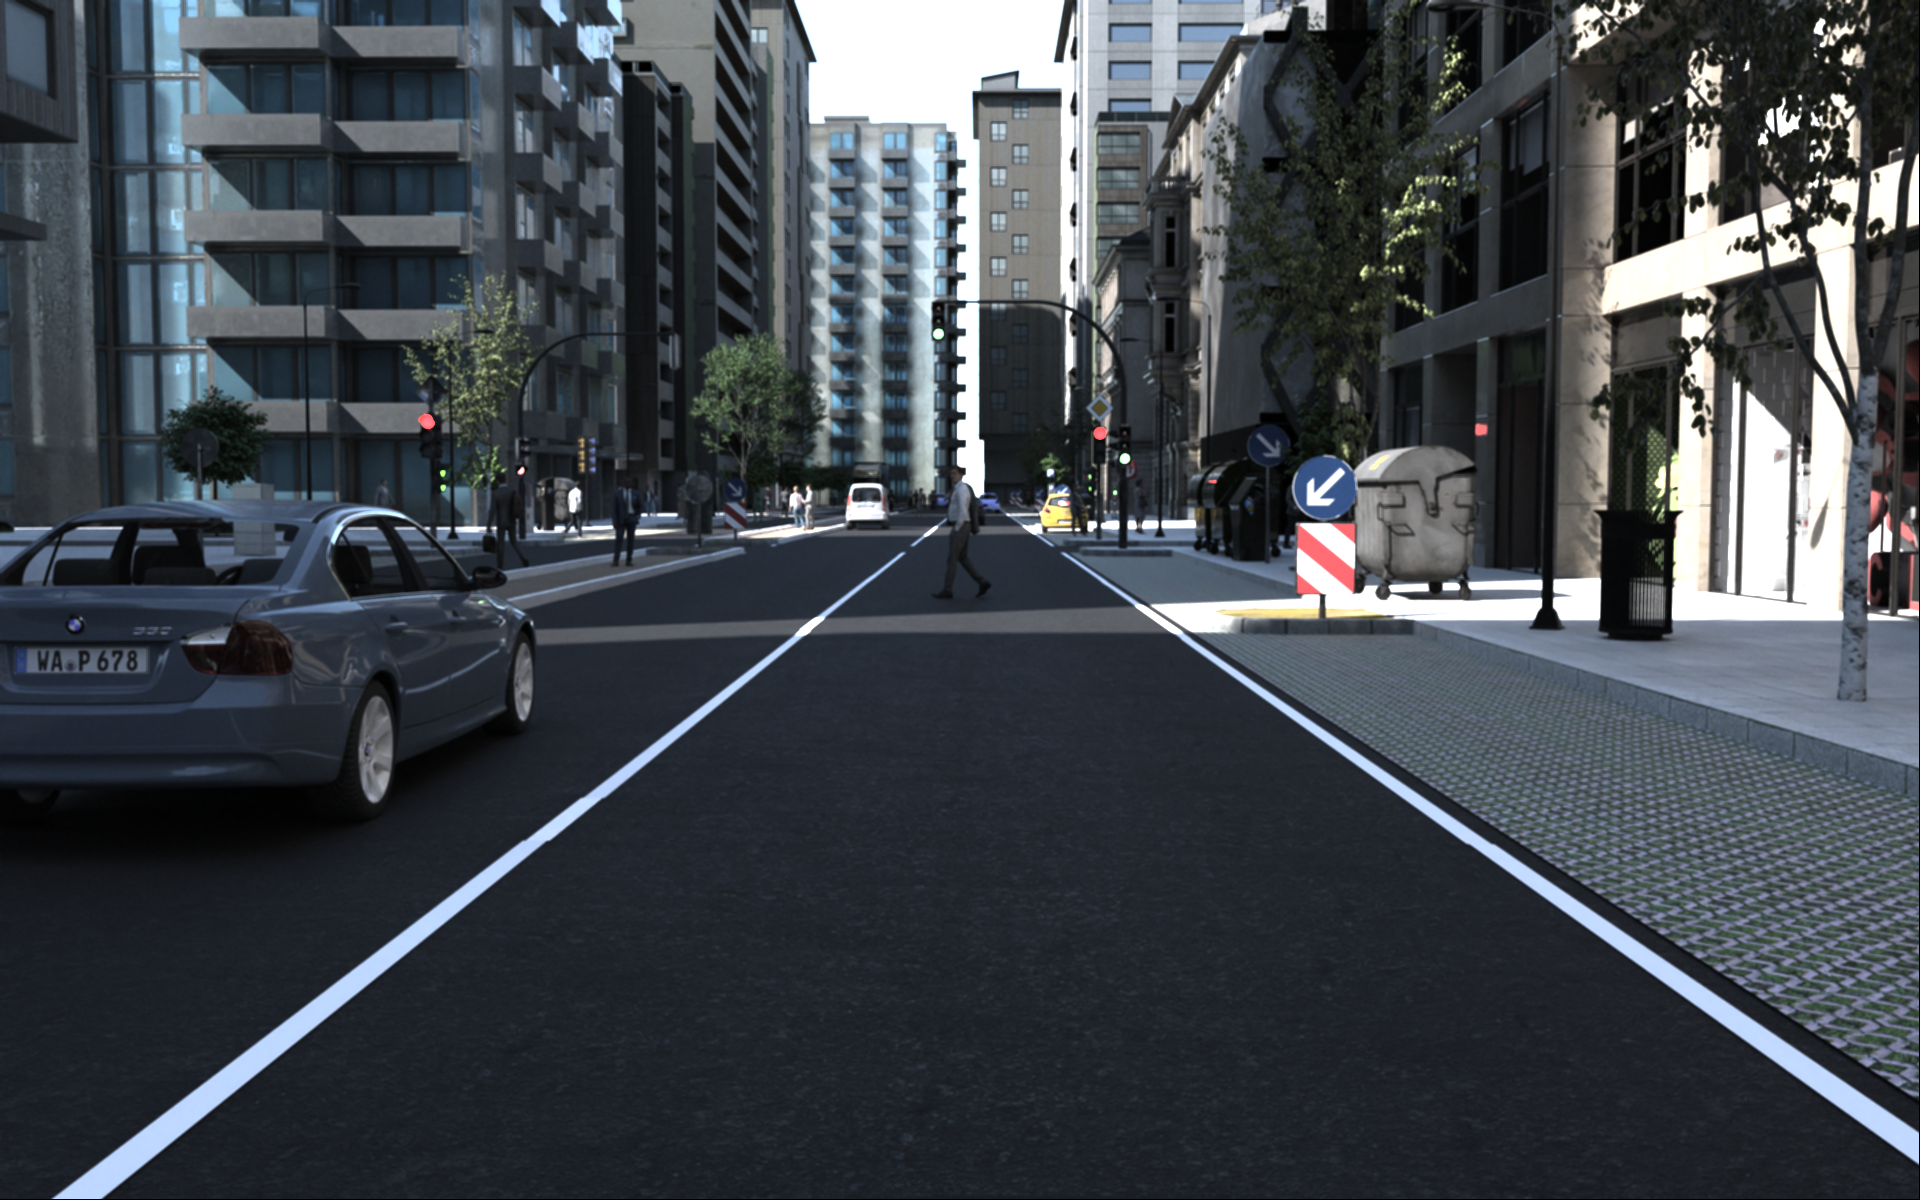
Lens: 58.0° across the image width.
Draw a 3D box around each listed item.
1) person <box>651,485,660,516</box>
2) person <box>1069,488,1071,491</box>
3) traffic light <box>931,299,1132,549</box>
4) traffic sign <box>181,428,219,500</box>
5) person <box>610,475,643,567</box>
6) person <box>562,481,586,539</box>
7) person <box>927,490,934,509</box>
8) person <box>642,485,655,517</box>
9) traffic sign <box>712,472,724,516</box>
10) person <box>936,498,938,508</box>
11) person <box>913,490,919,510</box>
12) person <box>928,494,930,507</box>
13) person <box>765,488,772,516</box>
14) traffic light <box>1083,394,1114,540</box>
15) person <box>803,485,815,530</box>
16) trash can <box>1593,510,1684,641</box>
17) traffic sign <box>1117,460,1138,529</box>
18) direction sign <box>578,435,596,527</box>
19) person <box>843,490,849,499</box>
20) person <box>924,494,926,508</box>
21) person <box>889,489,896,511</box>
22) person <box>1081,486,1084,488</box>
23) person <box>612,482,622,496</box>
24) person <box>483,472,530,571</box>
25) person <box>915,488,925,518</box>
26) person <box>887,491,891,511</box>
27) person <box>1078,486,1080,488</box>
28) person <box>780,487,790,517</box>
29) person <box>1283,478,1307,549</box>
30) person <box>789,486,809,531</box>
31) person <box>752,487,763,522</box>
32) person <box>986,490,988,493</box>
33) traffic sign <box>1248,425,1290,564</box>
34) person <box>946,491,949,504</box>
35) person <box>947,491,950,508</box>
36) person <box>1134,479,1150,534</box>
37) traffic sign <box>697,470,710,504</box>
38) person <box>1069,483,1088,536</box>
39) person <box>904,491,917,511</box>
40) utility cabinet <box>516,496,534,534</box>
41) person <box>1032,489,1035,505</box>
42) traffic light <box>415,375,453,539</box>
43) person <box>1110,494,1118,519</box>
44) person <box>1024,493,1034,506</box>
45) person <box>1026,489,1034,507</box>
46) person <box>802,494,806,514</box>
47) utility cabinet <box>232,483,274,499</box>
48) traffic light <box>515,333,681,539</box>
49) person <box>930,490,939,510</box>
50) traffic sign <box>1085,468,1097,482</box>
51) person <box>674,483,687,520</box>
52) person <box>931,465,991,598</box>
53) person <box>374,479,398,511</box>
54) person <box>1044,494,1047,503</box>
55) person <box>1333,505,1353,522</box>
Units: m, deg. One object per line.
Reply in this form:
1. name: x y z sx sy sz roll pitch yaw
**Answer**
1. person: -18.152 -5.948 103.295 0.555 1.821 0.388 -3 5 -42
2. person: 9.348 -8.661 147.654 0.705 1.823 1.348 0 4 8
3. traffic light: 1.722 -4.034 40.619 4.771 5.953 1.251 0 4 1
4. traffic sign: -14.611 -2.030 33.297 0.768 2.556 0.104 0 4 6
5. person: -6.612 -1.561 34.209 0.721 1.800 0.419 -2 4 -26
6. person: -12.307 -2.872 55.296 0.661 1.843 0.795 3 5 44
7. person: -2.746 -9.837 169.417 0.705 1.814 1.350 -3 5 -44
8. person: -17.671 -5.611 98.132 0.623 1.781 0.721 -3 5 -43
9. traffic sign: -14.164 -6.189 101.292 0.768 2.556 0.104 1 4 9
10. person: -2.312 -9.984 174.968 0.599 1.433 0.991 0 4 -7
11. person: -3.951 -9.113 157.436 1.348 1.831 0.705 -2 4 -28
12. person: -3.424 -11.099 193.220 0.557 1.426 1.065 0 4 3
13. person: -11.939 -6.047 107.347 0.573 1.828 0.580 0 4 1
14. traffic light: 3.899 -3.658 48.723 0.839 4.253 0.868 0 4 1
15. person: -6.033 -3.663 68.591 0.583 1.804 0.606 0 4 -6
16. trash can: 5.988 -0.225 15.325 0.748 1.137 0.748 0 3 0
17. traffic sign: 6.118 -3.869 63.360 0.768 2.556 0.104 0 4 7
18. direction sign: -14.431 -4.591 67.063 0.876 3.537 0.379 2 4 27
19. person: -11.232 -10.141 174.305 1.348 1.824 0.705 -2 4 -32
20. person: -3.590 -10.043 175.968 0.557 1.426 1.065 1 4 17
21. person: -5.678 -8.290 144.131 0.705 1.812 1.348 -2 4 -27
22. person: 7.358 -5.934 103.460 0.661 1.777 0.834 -2 4 -28
23. person: -14.777 -4.195 74.807 0.466 1.800 0.511 -1 4 -12
24. person: -8.297 -1.418 31.646 0.822 1.834 0.622 3 4 37
25. person: -2.392 -5.714 102.269 0.599 1.781 0.374 2 4 28
26. person: -5.539 -7.476 131.550 0.721 1.723 1.217 -1 4 -16
27. person: 8.122 -6.858 118.031 0.748 1.841 0.638 -2 4 -33
28. person: -10.931 -6.105 108.122 0.655 1.846 0.447 1 4 12
29. person: 7.964 -2.089 40.590 0.834 1.777 0.661 3 5 39
30. person: -6.111 -3.500 66.395 0.731 1.740 0.598 -2 4 -35
31. person: -10.518 -4.964 89.908 0.529 1.795 0.600 1 4 11
32. person: 2.727 -10.241 175.900 1.348 1.831 0.705 -1 4 -16
33. traffic sign: 5.682 -1.947 31.935 0.768 2.556 0.104 1 4 10
34. person: -1.387 -11.386 195.336 0.551 1.740 0.621 0 4 7
35. person: -1.222 -10.701 184.399 0.436 1.711 0.756 3 4 37
36. person: 5.933 -3.046 56.204 0.532 1.782 0.716 0 4 0
37. traffic sign: -13.672 -5.631 92.173 0.768 2.556 0.104 0 4 4
38. person: 4.018 -3.051 58.654 0.573 1.790 0.520 1 4 23
39. person: -4.305 -8.657 150.779 1.217 1.736 0.721 0 4 4
40. utility cabinet: -14.293 -2.768 56.424 0.306 1.237 1.020 2 4 23
41. person: 8.372 -11.580 195.313 1.348 1.831 0.705 -3 4 -37
42. traffic light: -12.446 -3.179 40.893 0.839 4.253 0.868 0 4 1
43. person: 7.932 -4.805 88.879 0.425 1.301 0.394 -3 5 -43
44. person: 7.420 -10.981 186.401 1.217 1.723 0.721 2 4 24
45. person: 7.101 -10.315 175.228 0.750 1.759 0.617 -3 5 -43
46. person: -11.446 -7.038 126.795 0.991 1.433 0.599 1 4 10
47. utility cabinet: -14.723 -1.680 36.142 1.173 1.500 0.318 3 5 40
48. traffic light: -10.269 -4.540 48.891 4.771 5.953 1.251 0 4 1
49. person: -2.218 -8.696 151.208 0.617 1.759 0.750 1 4 22
50. traffic sign: 6.534 -5.189 84.952 0.768 2.556 0.104 1 4 8
51. person: -14.023 -4.951 87.012 0.654 1.822 0.581 1 4 11
52. person: 0.012 -0.937 23.928 0.850 1.850 0.679 0 4 -5
53. person: -20.247 -3.348 60.903 0.853 1.813 0.709 1 4 21
54. person: 7.758 -9.304 159.640 0.415 1.643 0.593 -2 4 -35
55. person: 8.220 -1.907 37.495 0.520 1.790 0.573 -3 5 -44
